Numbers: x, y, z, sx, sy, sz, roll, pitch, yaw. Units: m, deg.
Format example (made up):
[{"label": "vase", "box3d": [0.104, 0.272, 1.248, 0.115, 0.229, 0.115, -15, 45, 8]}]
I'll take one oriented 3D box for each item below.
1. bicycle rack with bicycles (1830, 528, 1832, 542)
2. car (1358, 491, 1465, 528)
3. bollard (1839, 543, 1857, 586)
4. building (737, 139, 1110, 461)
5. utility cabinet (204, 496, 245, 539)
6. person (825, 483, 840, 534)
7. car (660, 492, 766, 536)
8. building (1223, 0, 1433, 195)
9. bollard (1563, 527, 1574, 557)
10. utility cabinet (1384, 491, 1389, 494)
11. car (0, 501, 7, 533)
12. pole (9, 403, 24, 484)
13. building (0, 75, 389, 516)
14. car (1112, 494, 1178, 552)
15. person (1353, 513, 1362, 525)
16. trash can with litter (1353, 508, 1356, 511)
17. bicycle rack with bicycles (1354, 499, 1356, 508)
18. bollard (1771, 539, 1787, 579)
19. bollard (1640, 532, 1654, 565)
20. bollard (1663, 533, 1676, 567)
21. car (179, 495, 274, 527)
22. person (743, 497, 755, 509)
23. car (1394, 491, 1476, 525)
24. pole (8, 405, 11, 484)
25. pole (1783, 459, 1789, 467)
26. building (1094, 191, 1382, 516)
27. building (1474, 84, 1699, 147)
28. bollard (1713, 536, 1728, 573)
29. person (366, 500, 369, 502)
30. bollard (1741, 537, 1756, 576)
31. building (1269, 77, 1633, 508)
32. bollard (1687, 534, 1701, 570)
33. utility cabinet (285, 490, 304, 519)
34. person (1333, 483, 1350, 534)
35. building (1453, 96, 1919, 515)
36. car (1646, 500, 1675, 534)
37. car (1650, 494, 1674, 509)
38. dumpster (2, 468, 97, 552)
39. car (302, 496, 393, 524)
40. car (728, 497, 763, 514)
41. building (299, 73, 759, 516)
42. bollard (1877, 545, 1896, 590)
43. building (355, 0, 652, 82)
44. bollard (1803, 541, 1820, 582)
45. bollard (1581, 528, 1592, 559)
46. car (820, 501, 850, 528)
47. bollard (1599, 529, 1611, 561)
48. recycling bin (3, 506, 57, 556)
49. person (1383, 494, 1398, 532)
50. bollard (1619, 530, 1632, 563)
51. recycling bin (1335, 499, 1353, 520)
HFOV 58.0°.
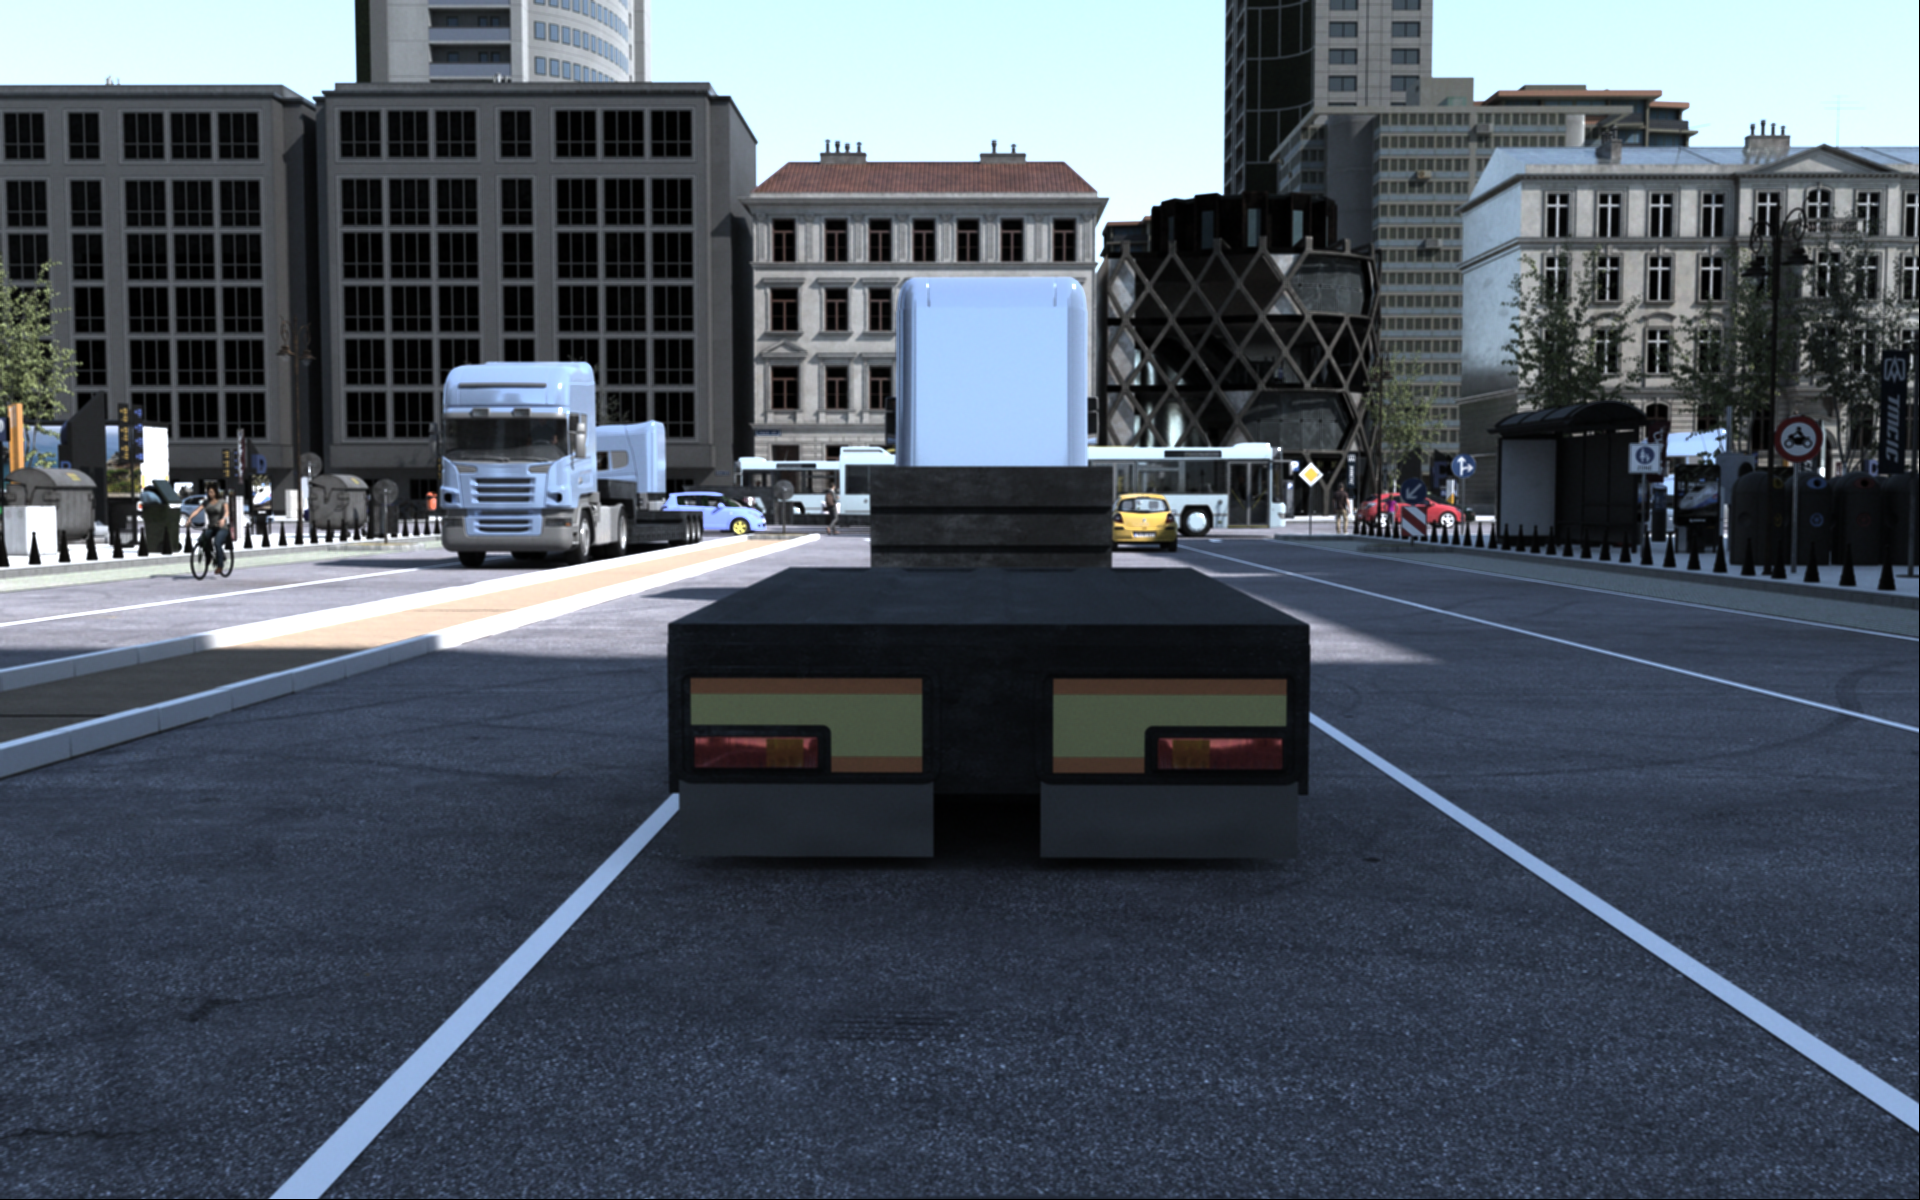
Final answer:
[{"label": "bicycle rack with bicycles", "box3d": [18.299, -1.275, 34.236, 2.852, 0.926, 2.925, 0, 4, 2]}, {"label": "car", "box3d": [19.268, -3.965, 73.869, 4.494, 1.783, 2.155, 0, 3, 0]}, {"label": "bollard", "box3d": [12.421, -0.500, 24.218, 0.229, 0.601, 0.229, 0, 3, 0]}, {"label": "building", "box3d": [-2.027, -16.413, 104.501, 21.152, 22.565, 11.583, 0, 4, 0]}, {"label": "utility cabinet", "box3d": [-20.865, -2.322, 49.119, 1.020, 1.237, 0.306, -2, 4, -26]}, {"label": "person", "box3d": [-4.559, -3.245, 61.522, 0.622, 1.834, 0.822, 3, 5, 41]}, {"label": "car", "box3d": [-8.575, -3.079, 59.925, 3.694, 1.707, 1.945, 0, 4, 2]}, {"label": "building", "box3d": [37.988, -45.814, 187.317, 20.563, 71.187, 20.611, 0, 4, 0]}, {"label": "bollard", "box3d": [12.493, -1.195, 35.577, 0.229, 0.601, 0.229, 0, 3, 0]}, {"label": "utility cabinet", "box3d": [36.054, -8.437, 146.618, 0.318, 1.500, 1.173, 1, 4, 9]}, {"label": "car", "box3d": [-36.570, -3.387, 64.177, 4.718, 1.807, 1.959, 0, 4, -1]}, {"label": "pole", "box3d": [-21.165, -2.760, 38.973, 0.158, 3.312, 0.155, 0, 3, 0]}, {"label": "building", "box3d": [-49.746, -19.108, 105.926, 24.014, 27.812, 14.314, 0, 4, 0]}, {"label": "car", "box3d": [4.600, -2.092, 44.427, 2.015, 1.641, 3.980, 0, 4, 2]}, {"label": "person", "box3d": [18.436, -3.748, 80.258, 0.357, 0.543, 0.381, -1, 4, -22]}, {"label": "trash can with litter", "box3d": [29.253, -7.229, 129.588, 0.624, 1.170, 1.055, -2, 4, -29]}, {"label": "bicycle rack with bicycles", "box3d": [32.588, -8.099, 145.794, 2.852, 0.926, 2.925, 0, 4, 6]}, {"label": "bollard", "box3d": [12.432, -0.626, 26.277, 0.229, 0.601, 0.229, 0, 3, 0]}, {"label": "bollard", "box3d": [12.467, -0.941, 31.421, 0.229, 0.601, 0.229, 0, 3, 0]}, {"label": "bollard", "box3d": [12.459, -0.878, 30.395, 0.229, 0.601, 0.229, 0, 3, 0]}, {"label": "car", "box3d": [-32.253, -3.883, 75.489, 4.499, 1.417, 2.014, 0, 4, 0]}, {"label": "person", "box3d": [-8.542, -3.708, 69.963, 0.563, 1.720, 0.643, -2, 4, -30]}, {"label": "car", "box3d": [22.203, -4.412, 81.917, 4.222, 1.686, 2.009, 0, 4, 2]}, {"label": "pole", "box3d": [-21.817, -2.821, 39.962, 0.158, 3.312, 0.155, 0, 3, 0]}, {"label": "pole", "box3d": [25.544, -3.656, 53.612, 0.158, 3.312, 0.155, 0, 3, 0]}, {"label": "building", "box3d": [16.967, -14.624, 106.557, 16.811, 18.784, 16.820, 0, 4, 0]}, {"label": "building", "box3d": [63.998, -32.635, 188.208, 28.867, 44.769, 22.147, 0, 4, 0]}, {"label": "bollard", "box3d": [12.446, -0.752, 28.341, 0.229, 0.601, 0.229, 0, 3, 0]}, {"label": "person", "box3d": [-25.852, -4.093, 76.122, 0.576, 1.737, 0.504, 3, 4, 36]}, {"label": "bollard", "box3d": [12.439, -0.689, 27.314, 0.229, 0.601, 0.229, 0, 3, 0]}, {"label": "building", "box3d": [43.804, -28.995, 165.953, 32.217, 40.220, 23.993, 0, 4, 0]}, {"label": "bollard", "box3d": [12.451, -0.815, 29.368, 0.229, 0.601, 0.229, 0, 3, 0]}, {"label": "utility cabinet", "box3d": [-34.366, -4.941, 89.471, 0.318, 1.500, 1.173, 1, 4, 11]}, {"label": "person", "box3d": [13.250, -3.146, 60.065, 0.598, 1.807, 0.434, 3, 5, 44]}, {"label": "building", "box3d": [49.145, -17.475, 104.798, 34.723, 24.649, 14.460, 0, 4, 0]}, {"label": "car", "box3d": [23.132, -2.910, 59.579, 4.499, 1.417, 2.014, 0, 4, 1]}, {"label": "car", "box3d": [25.721, -3.404, 65.436, 4.222, 1.686, 2.009, 0, 4, 2]}, {"label": "dumpster", "box3d": [-20.371, -2.020, 38.782, 1.264, 1.857, 1.865, 0, 4, 0]}, {"label": "car", "box3d": [-27.506, -4.010, 78.149, 3.894, 1.354, 1.945, 0, 4, 1]}, {"label": "car", "box3d": [-10.552, -3.958, 74.506, 4.222, 1.686, 2.009, 0, 4, 1]}, {"label": "building", "box3d": [-25.056, -19.074, 105.361, 24.014, 27.812, 14.314, 0, 4, 0]}, {"label": "bollard", "box3d": [12.412, -0.437, 23.180, 0.229, 0.601, 0.229, 0, 3, 0]}, {"label": "building", "box3d": [-41.841, -37.968, 162.768, 21.231, 58.520, 28.212, 0, 4, 0]}, {"label": "bollard", "box3d": [12.426, -0.563, 25.249, 0.229, 0.601, 0.229, 0, 3, 0]}, {"label": "bollard", "box3d": [12.487, -1.130, 34.524, 0.229, 0.601, 0.229, 0, 3, 0]}, {"label": "car", "box3d": [-3.591, -3.791, 74.347, 4.827, 1.381, 2.083, 0, 4, -1]}, {"label": "bollard", "box3d": [12.477, -1.067, 33.485, 0.229, 0.601, 0.229, 0, 3, 0]}, {"label": "recycling bin", "box3d": [-19.347, -1.437, 36.045, 0.722, 1.027, 0.722, 1, 4, 22]}, {"label": "person", "box3d": [15.980, -3.223, 64.430, 0.726, 1.435, 0.776, 0, 4, -2]}, {"label": "bollard", "box3d": [12.473, -1.004, 32.459, 0.229, 0.601, 0.229, 0, 3, 0]}, {"label": "recycling bin", "box3d": [19.118, -4.509, 86.269, 0.722, 1.027, 0.722, 0, 4, -5]}]
